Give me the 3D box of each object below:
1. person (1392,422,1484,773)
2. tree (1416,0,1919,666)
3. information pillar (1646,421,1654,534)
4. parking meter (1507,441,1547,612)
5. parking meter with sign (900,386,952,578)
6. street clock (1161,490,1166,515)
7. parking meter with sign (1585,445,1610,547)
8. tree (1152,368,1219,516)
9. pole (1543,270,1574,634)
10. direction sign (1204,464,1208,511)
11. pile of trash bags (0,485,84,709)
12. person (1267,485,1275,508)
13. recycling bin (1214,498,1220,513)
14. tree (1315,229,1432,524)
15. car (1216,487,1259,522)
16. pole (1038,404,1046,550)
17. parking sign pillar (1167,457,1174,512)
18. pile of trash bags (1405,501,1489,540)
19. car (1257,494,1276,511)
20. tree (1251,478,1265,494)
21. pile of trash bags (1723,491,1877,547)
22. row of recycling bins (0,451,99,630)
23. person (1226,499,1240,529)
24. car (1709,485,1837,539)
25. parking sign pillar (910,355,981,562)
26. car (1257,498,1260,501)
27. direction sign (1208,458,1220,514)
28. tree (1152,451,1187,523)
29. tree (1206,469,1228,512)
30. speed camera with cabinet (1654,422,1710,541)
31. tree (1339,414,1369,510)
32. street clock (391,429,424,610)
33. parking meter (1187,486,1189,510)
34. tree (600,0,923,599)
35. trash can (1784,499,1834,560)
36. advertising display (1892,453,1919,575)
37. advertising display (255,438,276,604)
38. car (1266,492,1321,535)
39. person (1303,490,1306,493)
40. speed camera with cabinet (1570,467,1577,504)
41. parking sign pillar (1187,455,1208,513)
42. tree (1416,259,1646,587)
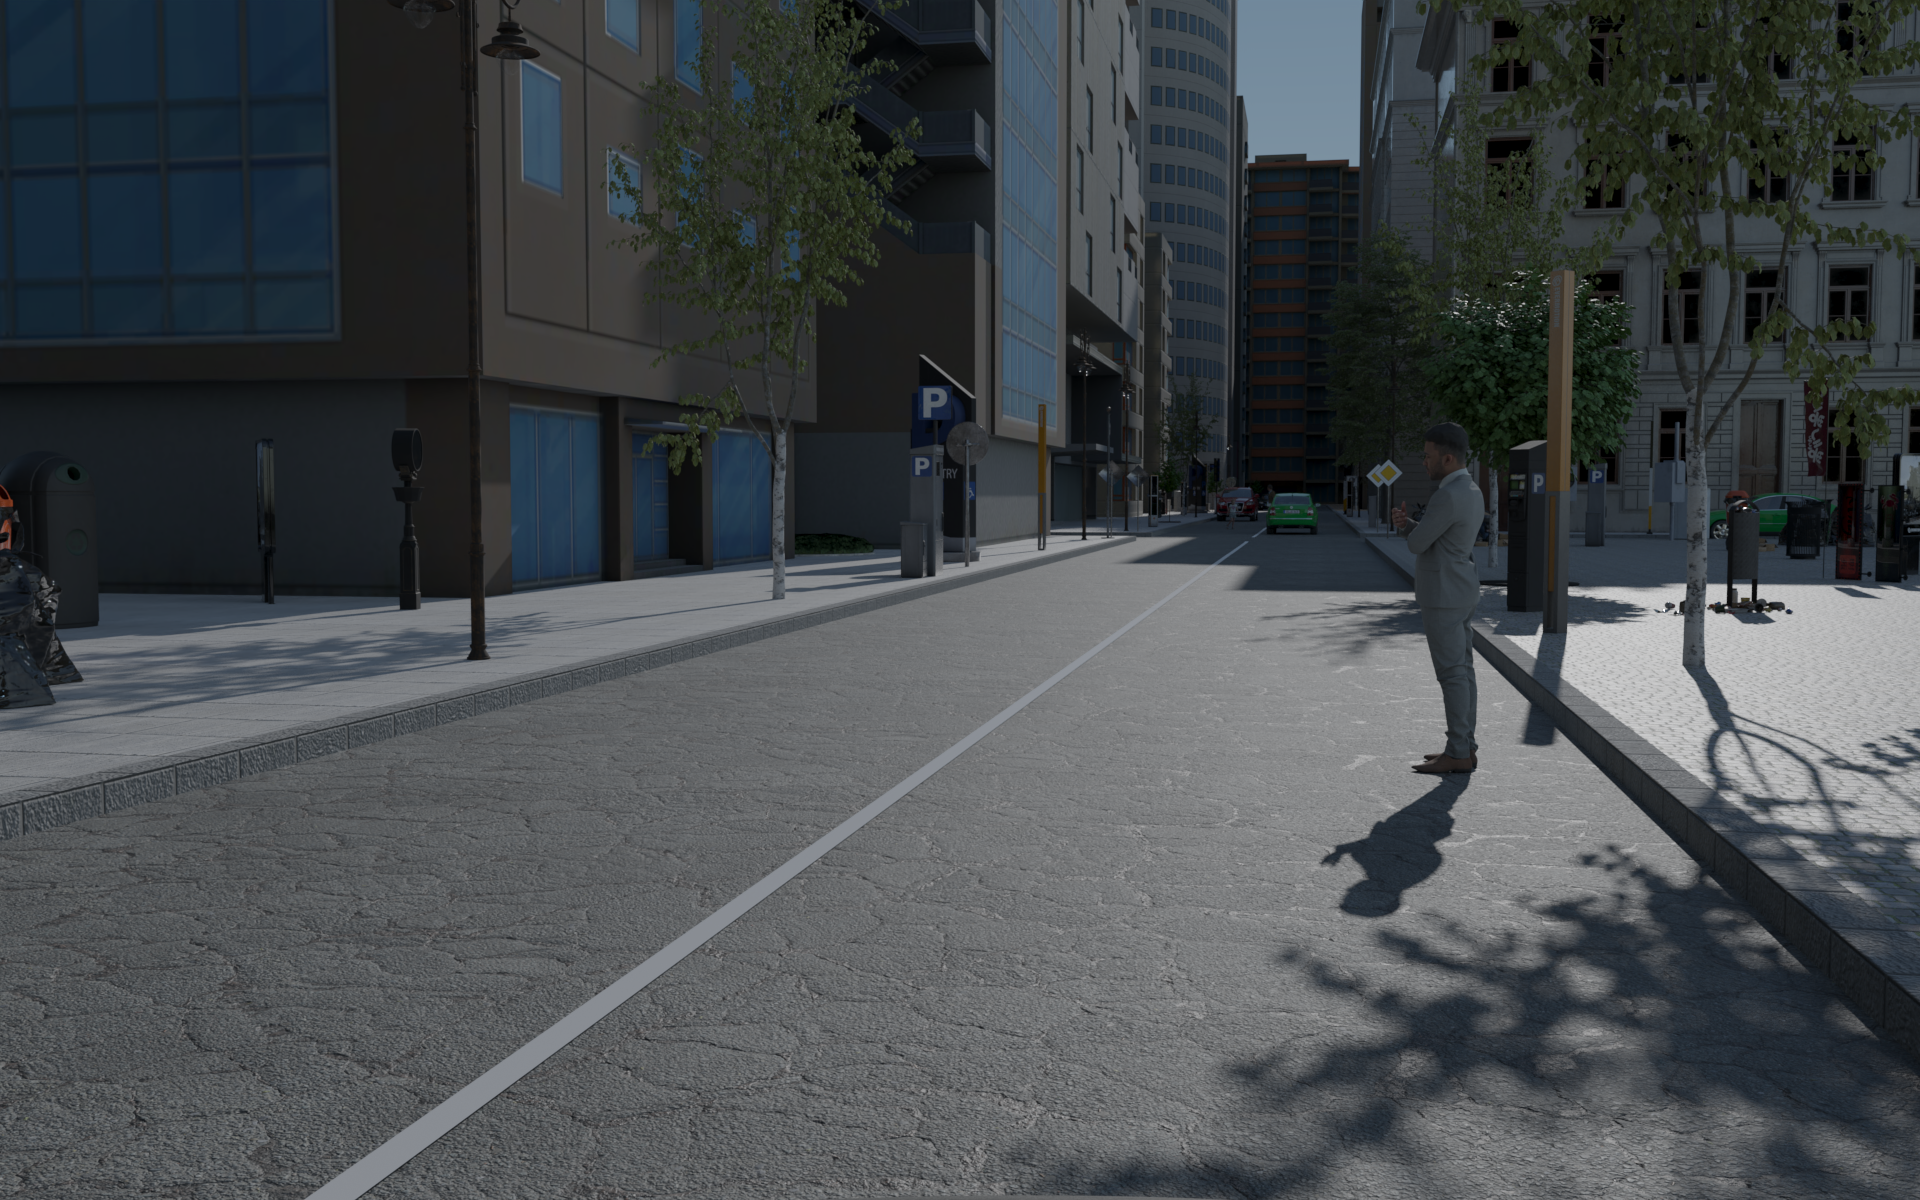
[{"bbox_3d":[2.493,-0.023,9.059,0.466,1.800,0.511,1,4,16],"label":"person"},{"bbox_3d":[5.393,-3.802,12.527,4.737,8.622,4.395,0,3,0],"label":"tree"},{"bbox_3d":[22.114,-3.919,55.429,0.183,3.616,0.504,1,4,22],"label":"information pillar"},{"bbox_3d":[6.184,-0.806,18.892,0.399,1.863,0.255,-2,4,-35],"label":"parking meter"},{"bbox_3d":[-0.554,-1.889,27.150,0.543,3.016,1.738,1,4,11],"label":"parking meter with sign"},{"bbox_3d":[12.568,-6.277,107.197,0.358,2.002,0.471,-1,4,-19],"label":"street clock"},{"bbox_3d":[15.743,-2.850,42.864,0.543,3.016,1.738,1,4,22],"label":"parking meter with sign"},{"bbox_3d":[13.208,-9.280,102.096,4.737,8.622,4.395,0,3,0],"label":"tree"},{"bbox_3d":[5.506,-1.351,15.928,0.158,3.312,0.155,0,3,0],"label":"pole"},{"bbox_3d":[18.419,-8.352,128.556,0.876,3.537,0.379,0,4,0],"label":"direction sign"},{"bbox_3d":[-6.823,-0.104,11.459,1.912,1.369,3.447,-1,4,-18],"label":"pile of trash bags"},{"bbox_3d":[13.696,-4.141,76.122,0.836,1.842,0.656,-3,5,-39],"label":"person"},{"bbox_3d":[17.722,-6.428,117.653,0.722,1.027,0.722,2,4,28],"label":"recycling bin"},{"bbox_3d":[18.796,-9.584,74.828,7.486,12.596,7.792,0,3,0],"label":"tree"},{"bbox_3d":[14.811,-5.114,92.294,2.281,1.827,5.304,1,4,12],"label":"car"},{"bbox_3d":[1.867,-2.784,39.366,0.158,3.312,0.155,0,3,0],"label":"pole"},{"bbox_3d":[14.930,-8.407,125.922,1.447,3.967,1.447,-1,4,-20],"label":"parking sign pillar"},{"bbox_3d":[14.127,-2.313,47.566,3.447,1.369,1.912,-1,4,-9],"label":"pile of trash bags"},{"bbox_3d":[27.029,-8.662,151.413,2.009,1.686,4.222,1,4,13],"label":"car"},{"bbox_3d":[34.181,-12.499,198.967,1.663,3.219,1.824,0,3,0],"label":"tree"},{"bbox_3d":[20.818,-2.033,42.999,3.447,1.369,1.912,1,4,22],"label":"pile of trash bags"},{"bbox_3d":[-9.774,-0.527,15.726,1.069,1.692,3.534,3,5,43],"label":"row of recycling bins"},{"bbox_3d":[11.165,-3.503,70.794,0.505,1.210,0.382,-1,4,-16],"label":"person"},{"bbox_3d":[23.842,-2.588,51.106,4.718,1.807,1.959,1,4,13],"label":"car"},{"bbox_3d":[-0.323,-2.731,33.123,1.447,3.967,1.447,3,4,38],"label":"parking sign pillar"},{"bbox_3d":[29.318,-9.331,164.358,2.131,1.459,4.920,1,4,12],"label":"car"},{"bbox_3d":[16.192,-7.170,109.230,0.379,3.537,0.876,2,4,31],"label":"direction sign"},{"bbox_3d":[9.321,-5.105,78.063,1.663,3.219,1.824,0,3,0],"label":"tree"},{"bbox_3d":[17.785,-7.807,122.245,1.663,3.219,1.824,0,3,0],"label":"tree"},{"bbox_3d":[20.185,-3.305,48.375,2.038,3.252,0.660,-3,4,-38],"label":"speed camera with cabinet"},{"bbox_3d":[31.198,-11.315,135.359,4.360,8.622,3.978,0,3,0],"label":"tree"},{"bbox_3d":[-6.114,-0.895,19.203,0.358,2.002,0.471,0,4,-3],"label":"street clock"},{"bbox_3d":[16.572,-7.411,126.888,0.255,1.863,0.399,2,4,28],"label":"parking meter"},{"bbox_3d":[-2.291,-4.330,21.153,4.737,8.622,4.395,0,3,0],"label":"tree"},{"bbox_3d":[16.618,-1.374,34.117,0.748,1.137,0.748,0,3,0],"label":"trash can"},{"bbox_3d":[15.106,-1.363,27.502,0.974,1.923,0.123,-2,4,-33],"label":"advertising display"},{"bbox_3d":[-8.220,-0.936,20.513,0.123,1.923,0.974,-2,4,-27],"label":"advertising display"},{"bbox_3d":[12.035,-3.290,62.584,1.959,1.807,4.718,1,4,12],"label":"car"},{"bbox_3d":[29.855,-8.658,150.190,0.705,1.807,1.348,1,4,13],"label":"person"},{"bbox_3d":[18.835,-3.771,55.995,2.038,3.252,0.660,1,4,11],"label":"speed camera with cabinet"},{"bbox_3d":[15.886,-7.796,115.941,1.447,3.967,1.447,-2,4,-34],"label":"parking sign pillar"},{"bbox_3d":[8.096,-2.495,24.506,4.285,4.588,4.351,0,3,0],"label":"tree"}]
